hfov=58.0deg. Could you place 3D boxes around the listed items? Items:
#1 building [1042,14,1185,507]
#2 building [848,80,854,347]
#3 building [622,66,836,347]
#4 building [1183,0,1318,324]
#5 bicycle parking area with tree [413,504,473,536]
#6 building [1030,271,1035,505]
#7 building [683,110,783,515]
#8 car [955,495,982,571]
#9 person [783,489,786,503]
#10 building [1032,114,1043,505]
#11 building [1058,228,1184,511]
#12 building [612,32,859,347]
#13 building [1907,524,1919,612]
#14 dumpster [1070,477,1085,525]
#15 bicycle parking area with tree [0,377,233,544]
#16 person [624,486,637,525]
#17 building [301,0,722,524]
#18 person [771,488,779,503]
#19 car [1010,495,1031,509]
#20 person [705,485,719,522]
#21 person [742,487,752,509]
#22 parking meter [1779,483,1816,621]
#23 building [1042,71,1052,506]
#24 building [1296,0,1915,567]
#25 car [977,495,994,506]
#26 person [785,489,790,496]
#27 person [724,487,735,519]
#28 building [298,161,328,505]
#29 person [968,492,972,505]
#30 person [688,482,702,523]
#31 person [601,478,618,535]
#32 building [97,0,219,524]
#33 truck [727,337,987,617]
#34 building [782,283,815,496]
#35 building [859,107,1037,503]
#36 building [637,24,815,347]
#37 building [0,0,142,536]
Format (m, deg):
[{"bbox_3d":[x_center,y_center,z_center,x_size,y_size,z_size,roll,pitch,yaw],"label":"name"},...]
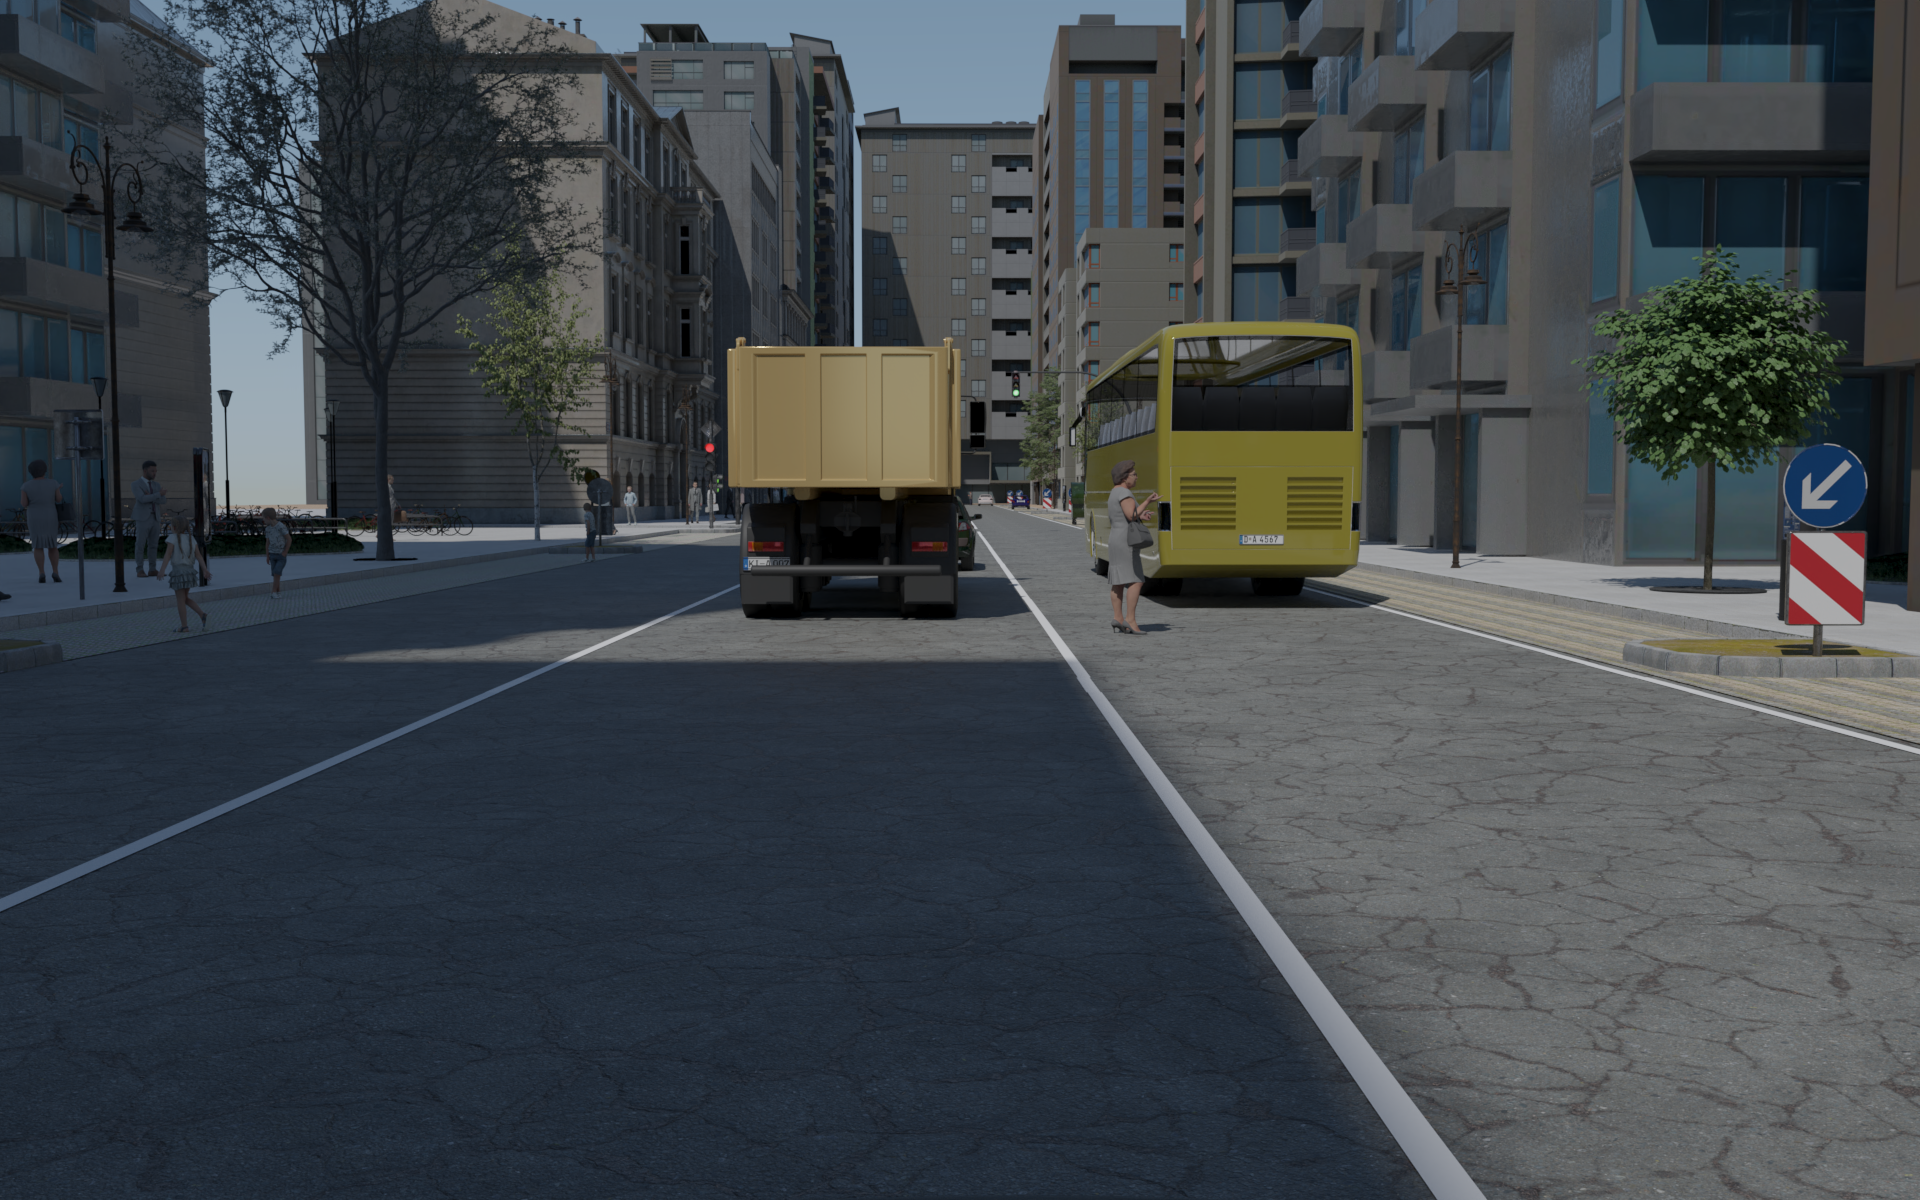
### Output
[{"bbox_3d":[15.735,-31.418,163.787,14.600,45.320,14.200,0,4,0],"label":"building"},{"bbox_3d":[-28.954,-42.799,241.763,28.212,58.520,21.231,0,4,0],"label":"building"},{"bbox_3d":[-24.099,-31.834,175.102,22.147,44.769,28.867,0,4,0],"label":"building"},{"bbox_3d":[23.908,-26.290,84.472,28.867,44.769,22.147,0,4,0],"label":"building"},{"bbox_3d":[-19.784,-4.166,55.121,9.016,4.147,8.231,0,4,-7],"label":"bicycle parking area with tree"},{"bbox_3d":[15.723,-27.137,215.396,14.160,30.474,14.107,0,4,0],"label":"building"},{"bbox_3d":[-18.950,-18.282,116.932,12.078,24.808,19.932,0,4,0],"label":"building"},{"bbox_3d":[-0.571,-1.463,33.707,2.009,1.686,4.222,0,4,1],"label":"car"},{"bbox_3d":[-11.360,-6.415,110.946,0.620,1.820,0.660,-3,4,-36],"label":"person"},{"bbox_3d":[15.587,-33.659,200.431,14.600,45.320,14.200,0,4,0],"label":"building"},{"bbox_3d":[21.924,-17.258,127.214,27.650,21.520,28.899,0,4,0],"label":"building"},{"bbox_3d":[-26.994,-37.796,207.205,27.495,52.752,28.713,0,4,0],"label":"building"},{"bbox_3d":[16.984,-22.072,10.989,14.600,45.320,14.200,0,4,0],"label":"building"},{"bbox_3d":[6.090,-4.608,80.297,1.985,2.255,1.502,0,4,0],"label":"dumpster"},{"bbox_3d":[-20.781,-3.558,45.180,9.016,4.147,8.231,2,4,24],"label":"bicycle parking area with tree"},{"bbox_3d":[-13.562,-3.876,71.222,0.589,1.601,0.330,1,4,18],"label":"person"},{"bbox_3d":[-20.149,-16.542,89.548,14.460,24.649,34.723,0,4,0],"label":"building"},{"bbox_3d":[-12.464,-6.799,117.435,0.478,1.798,0.641,3,4,37],"label":"person"},{"bbox_3d":[5.660,-9.108,161.489,1.945,1.354,3.894,0,4,1],"label":"car"},{"bbox_3d":[-11.283,-4.437,78.944,0.624,1.780,0.694,-3,5,-41],"label":"person"},{"bbox_3d":[-11.537,-5.321,93.441,0.661,1.777,0.834,0,4,-6],"label":"person"},{"bbox_3d":[8.490,-0.555,17.481,0.372,1.533,0.369,0,3,0],"label":"parking meter"},{"bbox_3d":[19.907,-34.121,181.576,21.300,48.544,21.600,0,4,0],"label":"building"},{"bbox_3d":[21.025,-25.835,42.008,23.786,49.044,30.456,0,4,0],"label":"building"},{"bbox_3d":[3.106,-12.064,209.601,2.083,1.381,4.827,0,4,1],"label":"car"},{"bbox_3d":[-12.023,-6.958,120.147,0.599,1.781,0.374,-2,4,-25],"label":"person"},{"bbox_3d":[-11.978,-5.191,90.699,0.755,1.850,0.659,0,4,7],"label":"person"},{"bbox_3d":[-72.271,-32.505,215.053,14.086,41.232,14.154,0,4,0],"label":"building"},{"bbox_3d":[1.225,-12.939,220.575,0.750,1.759,0.617,2,4,29],"label":"person"},{"bbox_3d":[-11.596,-4.253,75.675,0.694,1.812,0.767,-1,4,-12],"label":"person"},{"bbox_3d":[-10.930,-2.902,53.906,0.534,1.772,0.576,-1,4,-22],"label":"person"},{"bbox_3d":[-49.013,-17.253,79.358,25.104,27.353,12.463,0,4,0],"label":"building"},{"bbox_3d":[-1.294,-1.701,23.737,3.469,3.379,9.791,0,4,0],"label":"truck"},{"bbox_3d":[-17.482,-16.657,136.976,10.561,19.102,19.286,0,4,0],"label":"building"},{"bbox_3d":[-0.223,-40.072,244.407,27.495,52.752,28.713,0,4,0],"label":"building"},{"bbox_3d":[-20.448,-28.758,153.792,14.154,41.232,14.086,0,4,0],"label":"building"},{"bbox_3d":[-42.447,-26.306,49.717,30.456,49.044,23.786,0,4,0],"label":"building"}]
